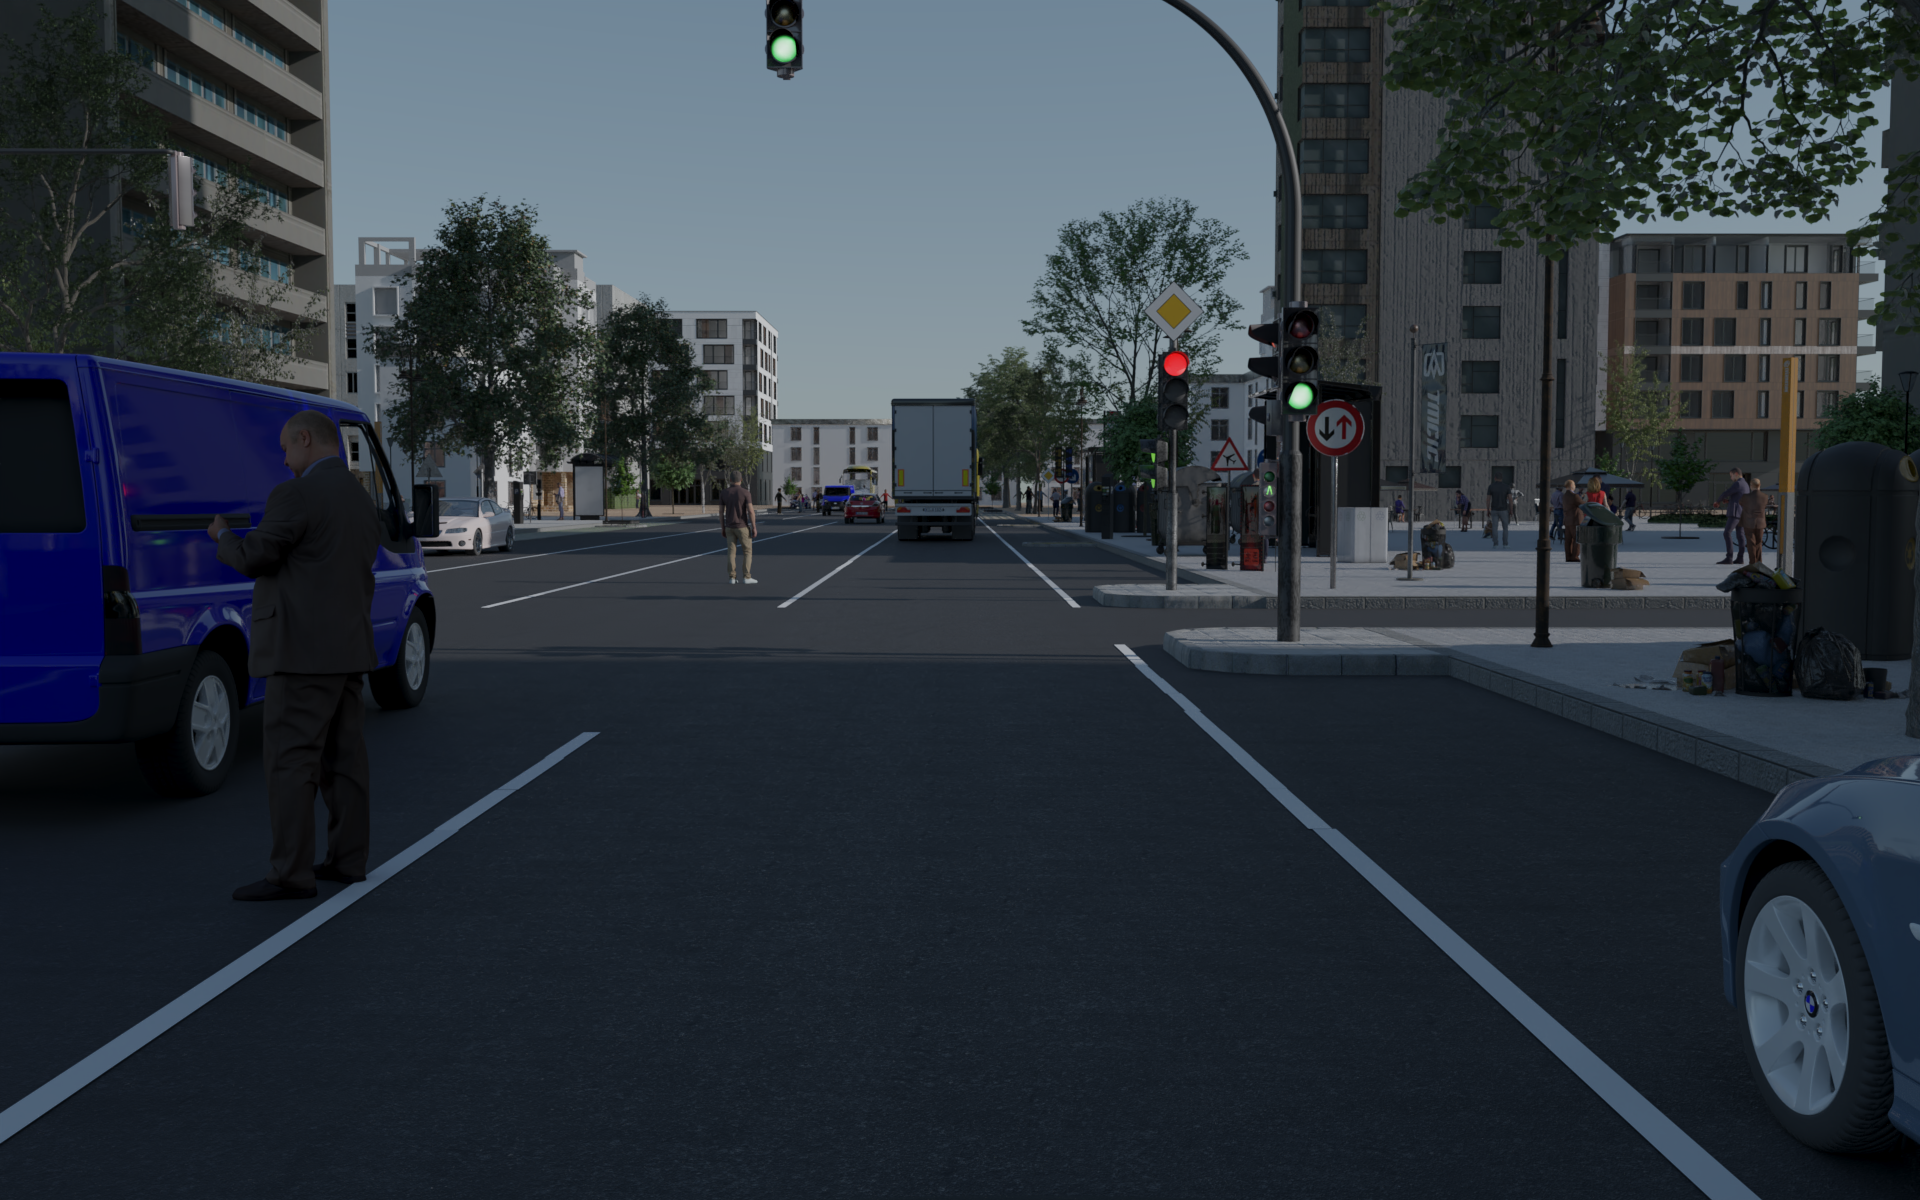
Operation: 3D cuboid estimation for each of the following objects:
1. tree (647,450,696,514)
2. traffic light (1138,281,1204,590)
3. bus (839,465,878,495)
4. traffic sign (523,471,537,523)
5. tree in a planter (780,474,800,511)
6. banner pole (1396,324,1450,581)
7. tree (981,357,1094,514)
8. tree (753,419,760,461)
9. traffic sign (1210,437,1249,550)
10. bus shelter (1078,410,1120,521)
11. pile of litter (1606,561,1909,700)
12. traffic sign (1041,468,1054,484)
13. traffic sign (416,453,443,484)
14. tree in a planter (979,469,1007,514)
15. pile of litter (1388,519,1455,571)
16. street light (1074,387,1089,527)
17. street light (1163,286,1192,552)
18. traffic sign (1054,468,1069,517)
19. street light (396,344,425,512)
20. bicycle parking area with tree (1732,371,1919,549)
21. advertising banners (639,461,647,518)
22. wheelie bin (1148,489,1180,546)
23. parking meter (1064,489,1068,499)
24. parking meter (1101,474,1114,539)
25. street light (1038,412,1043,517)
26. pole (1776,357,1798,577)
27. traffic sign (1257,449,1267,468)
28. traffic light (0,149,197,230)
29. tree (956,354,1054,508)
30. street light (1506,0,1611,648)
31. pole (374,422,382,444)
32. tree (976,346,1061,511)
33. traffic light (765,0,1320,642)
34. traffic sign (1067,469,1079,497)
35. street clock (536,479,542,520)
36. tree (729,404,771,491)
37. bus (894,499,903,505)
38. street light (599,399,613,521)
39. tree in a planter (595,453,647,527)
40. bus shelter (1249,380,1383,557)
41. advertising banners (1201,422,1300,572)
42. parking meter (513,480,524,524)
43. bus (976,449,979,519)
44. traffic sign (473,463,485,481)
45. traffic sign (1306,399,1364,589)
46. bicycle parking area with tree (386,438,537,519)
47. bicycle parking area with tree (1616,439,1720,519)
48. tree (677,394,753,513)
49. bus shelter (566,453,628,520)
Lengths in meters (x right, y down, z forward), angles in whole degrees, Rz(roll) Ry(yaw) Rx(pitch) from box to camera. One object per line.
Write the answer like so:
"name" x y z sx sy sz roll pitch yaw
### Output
"tree" -18.414 -7.787 111.029 4.285 4.588 4.351 0 3 0
"traffic light" 2.803 -2.085 23.014 0.839 4.253 0.868 0 4 0
"bus" -8.695 -9.763 151.165 2.896 3.916 12.252 0 4 0
"traffic sign" -19.170 -4.593 77.229 0.606 2.300 0.079 0 4 2
"tree in a planter" -15.006 -9.462 151.922 1.991 3.239 1.994 0 4 0
"banner pole" 6.823 -2.168 25.457 0.401 3.779 0.863 -2 4 -35
"tree" 5.075 -10.737 109.970 7.601 10.594 8.767 1 4 15
"tree" -17.760 -11.241 134.156 4.360 8.622 3.978 0 3 0
"traffic sign" 6.122 -2.411 39.430 0.884 2.594 0.081 0 4 5
"bus shelter" 6.694 -6.307 80.759 2.179 5.291 8.768 0 4 0
"pile of litter" 5.220 0.163 11.306 1.719 0.858 1.176 3 5 41
"traffic sign" 4.433 -5.301 86.406 0.795 2.593 0.064 0 4 7
"traffic sign" -16.850 -3.363 54.982 0.884 2.594 0.081 0 4 5
"tree in a planter" 2.344 -7.817 125.027 1.991 3.239 1.994 0 4 0
"pile of litter" 7.848 -0.960 29.662 1.719 0.858 1.176 -3 5 -42
"street light" 4.754 -5.812 67.807 0.468 5.910 1.993 0 4 0
"street light" 4.808 -4.018 38.480 0.468 5.910 1.993 0 4 0
"traffic sign" 5.027 -5.230 85.621 0.768 2.556 0.104 0 4 7
"street light" -16.930 -4.938 53.527 0.468 5.910 1.993 0 4 0
"bicycle parking area with tree" 21.755 -3.115 37.931 9.016 4.147 8.231 2 4 25
"advertising banners" -16.828 -5.850 91.834 0.090 3.025 2.074 0 4 0
"wheelie bin" 5.101 -2.138 42.872 0.693 1.594 0.980 -3 5 -42
"parking meter" 5.715 -5.277 94.687 0.372 1.533 0.369 0 3 0
"parking meter" 4.194 -2.665 49.285 0.255 1.863 0.399 1 4 22
"street light" 4.464 -7.631 97.557 0.468 5.910 1.993 0 4 0
"pole" 12.415 -1.966 25.993 0.158 3.312 0.155 0 3 0
"traffic sign" 8.400 -2.860 46.863 0.768 2.556 0.104 0 4 6
"traffic light" -12.586 -2.954 22.959 4.771 5.953 1.251 0 4 0
"tree" 4.311 -15.403 158.501 9.857 13.997 8.962 0 3 0
"street light" 4.884 -2.543 14.364 0.468 5.910 1.993 0 4 0
"pole" -16.378 -3.364 48.837 0.158 3.312 0.155 0 3 0
"tree" 4.428 -13.159 133.276 7.486 12.596 7.792 0 3 0
"traffic light" 0.750 -2.459 14.877 4.771 5.953 1.251 0 4 0
"traffic sign" 5.592 -5.301 86.771 0.768 2.556 0.104 0 4 7
"street clock" -20.733 -4.936 85.266 0.358 2.002 0.471 -1 4 -11
"tree" -17.379 -11.699 141.642 4.737 8.622 4.395 0 3 0
"bus" -4.556 -10.109 156.833 2.896 3.916 12.252 0 4 -1
"street light" -16.948 -6.732 82.854 0.468 5.910 1.993 0 4 0
"tree in a planter" -14.651 -4.757 74.994 1.991 3.239 1.994 0 4 0
"bus shelter" 7.742 -2.868 38.183 1.731 3.624 6.357 0 4 0
"advertising banners" 4.855 -1.998 28.855 0.090 3.025 2.074 -3 5 -42
"parking meter" -18.936 -4.195 74.307 0.399 1.863 0.255 1 4 21
"bus" -0.447 -5.665 84.163 2.896 3.916 12.252 0 4 -1
"traffic sign" -20.187 -4.492 73.184 0.795 2.593 0.064 0 4 5
"traffic sign" 5.055 -1.424 23.397 0.768 2.556 0.104 0 4 6
"bicycle parking area with tree" -26.333 -6.122 87.095 8.231 4.147 9.016 2 4 33
"bicycle parking area with tree" 36.073 -6.421 91.983 8.231 4.147 9.016 -3 4 -38
"tree" -16.986 -10.119 115.802 4.360 8.622 3.978 0 3 0
"bus shelter" -18.188 -5.702 87.143 2.014 3.302 5.546 0 4 0
